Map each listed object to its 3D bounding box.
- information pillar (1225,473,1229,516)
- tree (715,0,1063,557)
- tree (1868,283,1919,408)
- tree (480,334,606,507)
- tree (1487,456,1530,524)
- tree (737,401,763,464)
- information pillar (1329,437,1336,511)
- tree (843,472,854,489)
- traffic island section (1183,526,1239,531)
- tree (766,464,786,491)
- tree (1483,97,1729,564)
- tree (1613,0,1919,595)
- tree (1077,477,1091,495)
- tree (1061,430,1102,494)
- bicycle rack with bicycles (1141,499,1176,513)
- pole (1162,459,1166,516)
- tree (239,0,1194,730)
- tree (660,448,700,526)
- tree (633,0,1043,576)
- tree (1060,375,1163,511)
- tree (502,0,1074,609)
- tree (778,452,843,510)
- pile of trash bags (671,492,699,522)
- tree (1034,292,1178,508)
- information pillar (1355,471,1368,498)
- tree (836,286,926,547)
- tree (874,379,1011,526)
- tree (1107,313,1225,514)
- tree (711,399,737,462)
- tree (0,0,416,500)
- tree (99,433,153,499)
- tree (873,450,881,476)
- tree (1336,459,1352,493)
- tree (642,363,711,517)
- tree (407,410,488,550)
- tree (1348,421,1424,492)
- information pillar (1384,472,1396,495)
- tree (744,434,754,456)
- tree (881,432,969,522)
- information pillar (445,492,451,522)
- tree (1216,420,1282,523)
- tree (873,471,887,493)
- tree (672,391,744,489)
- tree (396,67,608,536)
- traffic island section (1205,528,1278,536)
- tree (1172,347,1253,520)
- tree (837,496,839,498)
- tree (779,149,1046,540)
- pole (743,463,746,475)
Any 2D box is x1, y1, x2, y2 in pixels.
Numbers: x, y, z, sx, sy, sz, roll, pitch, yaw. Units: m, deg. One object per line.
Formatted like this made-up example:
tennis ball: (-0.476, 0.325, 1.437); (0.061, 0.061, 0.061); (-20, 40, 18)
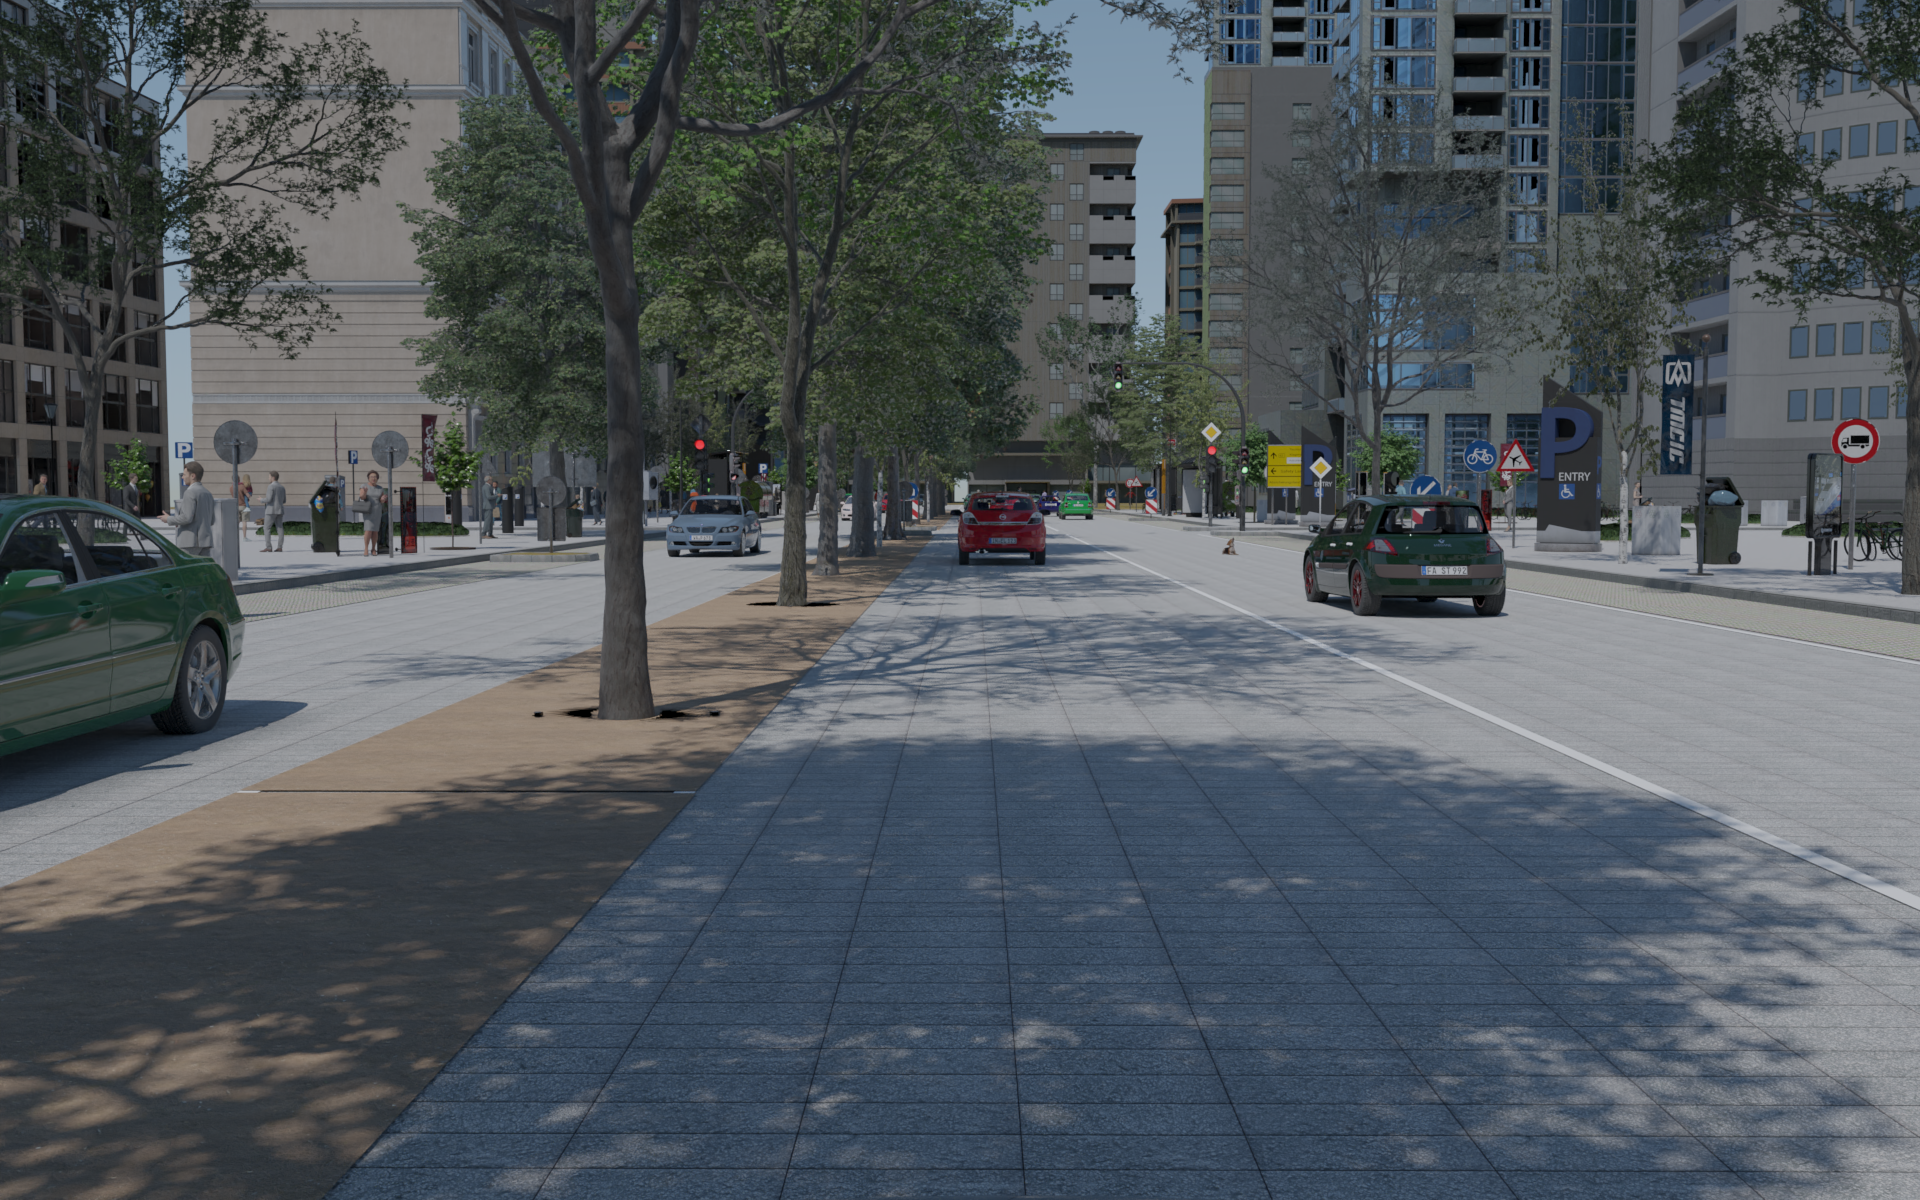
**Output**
information pillar: (15.846, -6.822, 102.889); (0.183, 3.616, 0.504); (1, 4, 17)
tree: (-2.260, -7.957, 39.202); (9.857, 13.997, 8.962); (0, 3, 0)
tree: (26.125, -5.801, 45.216); (4.360, 8.622, 3.978); (0, 3, 0)
tree: (-18.616, -7.699, 76.241); (4.737, 8.622, 4.395); (0, 3, 0)
tree: (23.797, -4.971, 75.872); (1.663, 3.219, 1.824); (0, 3, 0)
tree: (-16.872, -11.034, 130.762); (4.360, 8.622, 3.978); (0, 3, 0)
information pillar: (15.169, -4.862, 70.854); (0.183, 3.616, 0.504); (-3, 5, -44)
tree: (-10.344, -9.652, 141.517); (4.285, 4.588, 4.351); (0, 3, 0)
traffic island section: (9.833, -2.789, 67.877); (2.009, 0.180, 2.903); (0, 4, 0)
tree: (-11.768, -7.003, 109.099); (1.663, 3.219, 1.824); (0, 3, 0)
tree: (11.952, -4.959, 31.448); (4.360, 8.622, 3.978); (0, 3, 0)
tree: (11.821, -5.342, 21.754); (7.601, 10.594, 8.767); (-1, 4, -10)
tree: (13.961, -11.964, 190.215); (1.663, 3.219, 1.824); (0, 3, 0)
tree: (12.972, -14.333, 184.712); (4.360, 8.622, 3.978); (0, 3, 0)
bicycle rack with bicycles: (13.166, -6.265, 115.817); (2.852, 0.926, 2.925); (2, 4, 27)
pole: (11.951, -6.594, 101.647); (0.158, 3.312, 0.155); (0, 3, 0)
tree: (-2.102, -5.975, 10.512); (12.009, 13.543, 11.850); (0, 3, 0)
tree: (-11.505, -4.637, 70.409); (1.663, 3.219, 1.824); (0, 3, 0)
tree: (-2.423, -6.715, 30.382); (7.486, 12.596, 7.792); (0, 3, 0)
tree: (12.245, -12.258, 134.830); (8.767, 10.594, 7.601); (-1, 4, -17)
tree: (-2.019, -5.713, 21.617); (9.928, 11.665, 9.643); (0, 3, 0)
tree: (-11.283, -8.549, 123.495); (4.285, 4.588, 4.351); (0, 3, 0)
pile of trash bags: (-12.195, -4.236, 79.003); (1.912, 1.369, 3.447); (0, 4, -6)
tree: (14.023, -18.672, 161.175); (12.611, 20.169, 13.585); (0, 3, 0)
information pillar: (13.051, -3.172, 56.349); (0.304, 2.012, 0.304); (-1, 4, -9)
tree: (-2.181, -5.733, 46.559); (4.360, 8.622, 3.978); (0, 3, 0)
tree: (-2.039, -8.151, 70.145); (8.767, 10.594, 7.601); (0, 4, 0)
tree: (12.683, -11.696, 109.353); (7.486, 12.596, 7.792); (0, 3, 0)
tree: (-16.976, -9.757, 109.886); (4.360, 8.622, 3.978); (0, 3, 0)
tree: (-12.247, -5.487, 24.121); (7.601, 10.594, 8.767); (3, 5, 40)
tree: (-25.634, -3.634, 54.014); (1.663, 3.219, 1.824); (0, 3, 0)
tree: (-10.371, -14.601, 189.080); (4.737, 8.622, 4.395); (0, 3, 0)
tree: (17.838, -5.364, 82.301); (1.663, 3.219, 1.824); (0, 3, 0)
tree: (-16.312, -8.904, 95.934); (4.360, 8.622, 3.978); (0, 3, 0)
tree: (-11.599, -2.768, 39.860); (1.663, 3.219, 1.824); (0, 3, 0)
tree: (19.137, -5.755, 77.801); (4.285, 4.588, 4.351); (0, 3, 0)
information pillar: (14.570, -3.317, 58.728); (0.304, 2.012, 0.304); (-2, 4, -31)
tree: (-18.761, -11.433, 137.291); (4.737, 8.622, 4.395); (0, 3, 0)
tree: (-1.583, -8.301, 88.545); (4.737, 8.622, 4.395); (0, 3, 0)
information pillar: (-20.296, -3.934, 68.814); (0.304, 2.012, 0.304); (0, 4, -7)
tree: (13.040, -5.712, 77.098); (4.285, 4.588, 4.351); (0, 3, 0)
tree: (-9.887, -14.349, 218.322); (4.285, 4.588, 4.351); (0, 3, 0)
tree: (-17.964, -10.353, 119.639); (4.737, 8.622, 4.395); (0, 3, 0)
tree: (-12.213, -8.915, 52.416); (9.857, 13.997, 8.962); (0, 3, 0)
traffic island section: (9.774, -2.300, 59.892); (2.009, 0.180, 2.903); (0, 4, 0)
tree: (12.250, -8.261, 85.423); (4.737, 8.622, 4.395); (0, 3, 0)
tree: (-12.463, -18.338, 155.713); (12.611, 20.169, 13.585); (0, 3, 0)
tree: (-2.076, -8.201, 53.547); (9.611, 12.733, 9.660); (0, 3, 0)
pole: (-14.251, -7.374, 114.400); (0.158, 3.312, 0.155); (0, 3, 0)
